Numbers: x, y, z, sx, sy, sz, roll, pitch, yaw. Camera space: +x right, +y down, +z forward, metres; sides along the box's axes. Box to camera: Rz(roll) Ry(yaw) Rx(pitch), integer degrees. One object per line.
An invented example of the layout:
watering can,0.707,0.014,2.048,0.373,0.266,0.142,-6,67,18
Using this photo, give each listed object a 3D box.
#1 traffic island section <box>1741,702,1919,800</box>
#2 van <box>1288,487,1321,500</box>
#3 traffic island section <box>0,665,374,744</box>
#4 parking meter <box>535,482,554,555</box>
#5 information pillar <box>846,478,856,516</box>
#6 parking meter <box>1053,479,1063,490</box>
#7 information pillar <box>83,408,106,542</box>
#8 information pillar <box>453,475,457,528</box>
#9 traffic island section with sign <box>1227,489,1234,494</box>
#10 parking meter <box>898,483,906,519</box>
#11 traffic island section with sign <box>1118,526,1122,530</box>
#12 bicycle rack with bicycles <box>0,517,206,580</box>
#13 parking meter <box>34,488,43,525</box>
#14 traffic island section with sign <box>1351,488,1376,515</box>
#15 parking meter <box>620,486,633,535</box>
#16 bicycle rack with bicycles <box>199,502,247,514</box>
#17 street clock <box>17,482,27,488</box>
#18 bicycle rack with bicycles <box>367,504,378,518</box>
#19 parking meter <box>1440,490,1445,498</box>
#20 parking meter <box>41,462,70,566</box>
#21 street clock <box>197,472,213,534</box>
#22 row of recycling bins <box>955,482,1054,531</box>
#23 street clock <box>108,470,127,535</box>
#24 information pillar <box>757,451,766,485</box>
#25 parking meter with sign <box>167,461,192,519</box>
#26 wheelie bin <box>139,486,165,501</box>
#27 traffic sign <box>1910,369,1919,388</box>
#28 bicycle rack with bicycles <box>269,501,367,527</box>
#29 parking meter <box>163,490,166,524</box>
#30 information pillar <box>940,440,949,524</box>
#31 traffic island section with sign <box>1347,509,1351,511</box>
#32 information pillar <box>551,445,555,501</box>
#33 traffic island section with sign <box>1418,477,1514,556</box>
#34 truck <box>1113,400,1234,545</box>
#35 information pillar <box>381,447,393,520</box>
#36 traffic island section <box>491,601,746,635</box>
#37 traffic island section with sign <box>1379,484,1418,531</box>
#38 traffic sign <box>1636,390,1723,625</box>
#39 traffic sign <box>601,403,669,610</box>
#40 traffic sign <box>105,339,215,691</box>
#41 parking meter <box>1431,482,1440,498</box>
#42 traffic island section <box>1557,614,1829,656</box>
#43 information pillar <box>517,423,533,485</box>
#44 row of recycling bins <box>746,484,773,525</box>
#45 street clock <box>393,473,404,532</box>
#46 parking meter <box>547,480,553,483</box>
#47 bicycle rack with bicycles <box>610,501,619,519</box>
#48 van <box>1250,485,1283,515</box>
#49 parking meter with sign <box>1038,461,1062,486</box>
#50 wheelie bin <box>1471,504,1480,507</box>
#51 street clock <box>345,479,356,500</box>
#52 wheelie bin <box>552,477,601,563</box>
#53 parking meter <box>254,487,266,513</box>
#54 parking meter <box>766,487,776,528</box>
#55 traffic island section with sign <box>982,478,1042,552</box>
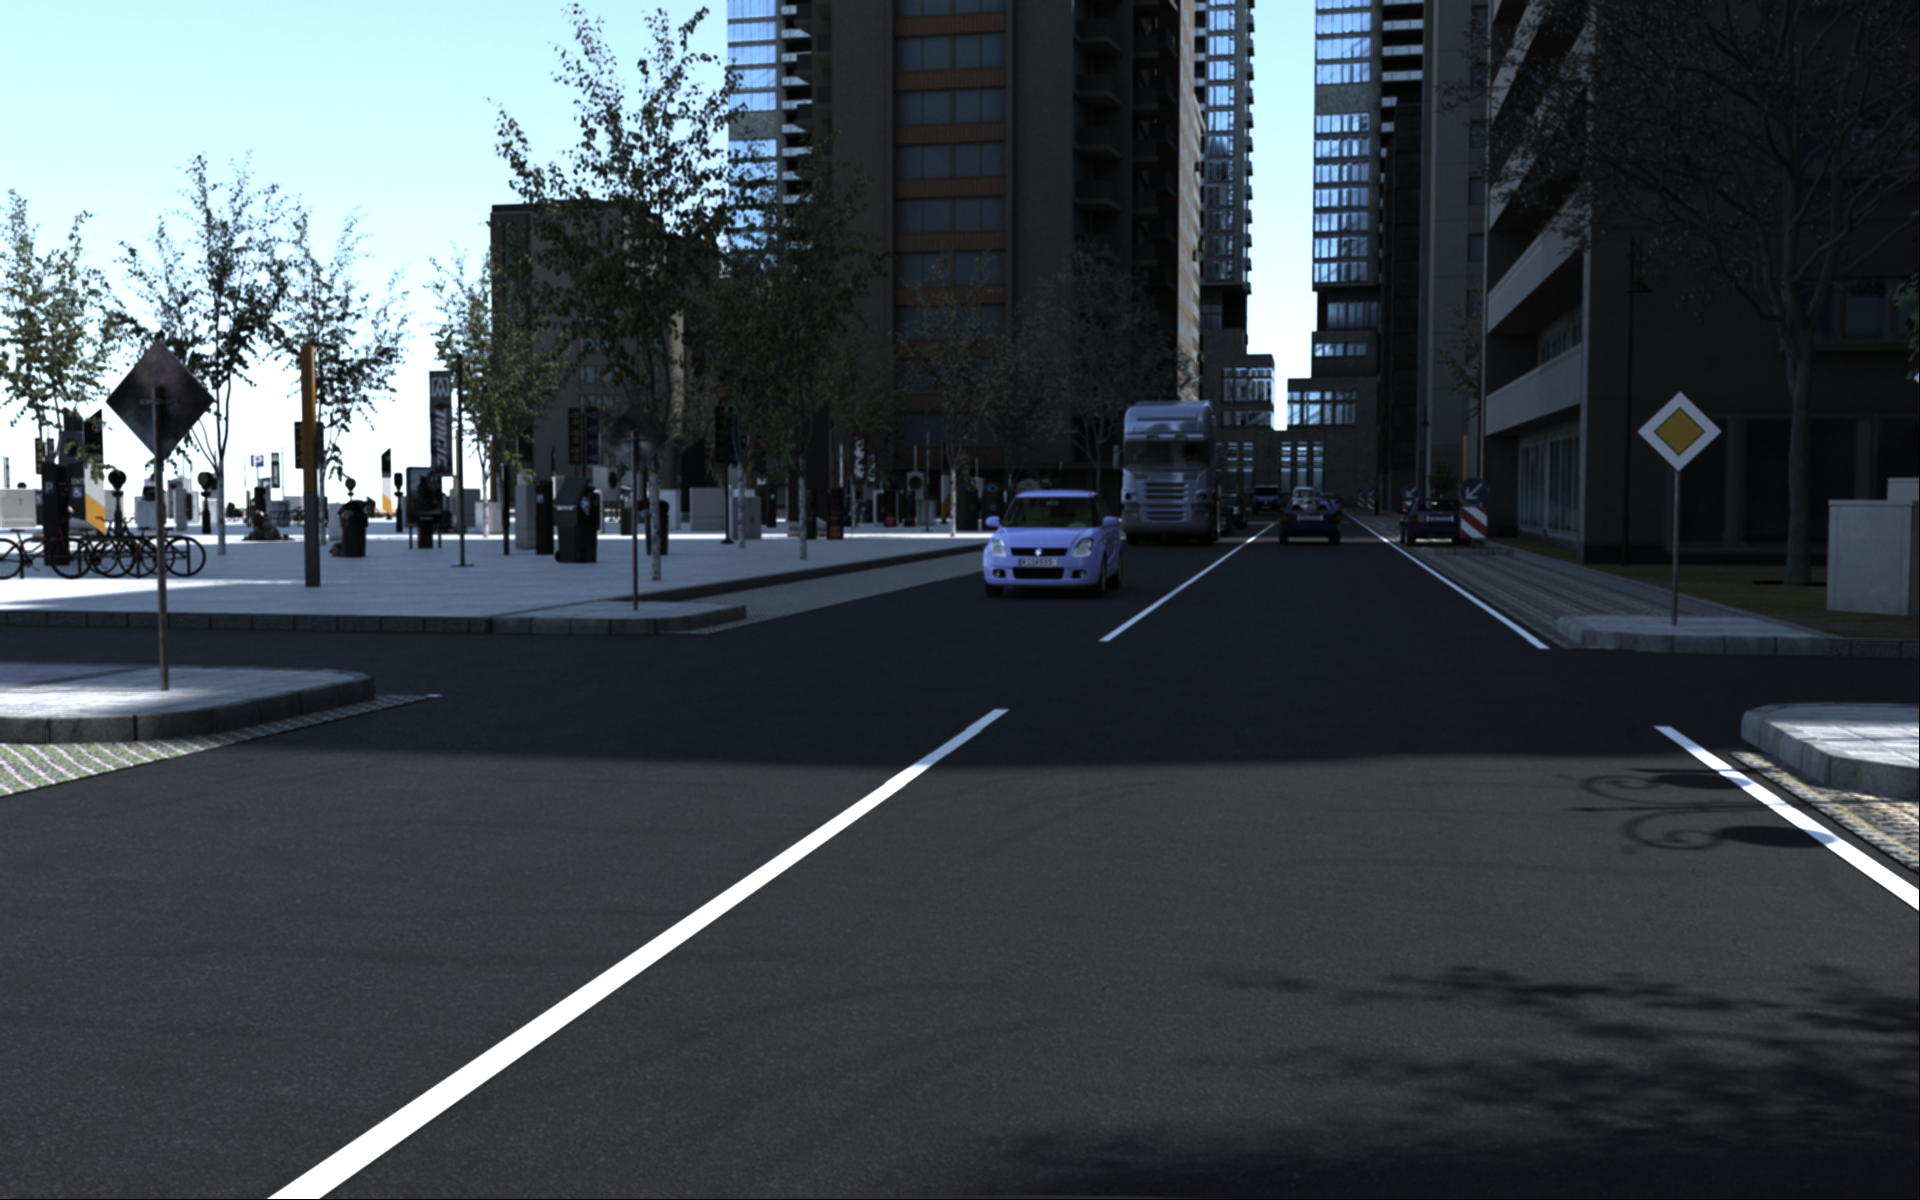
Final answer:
traffic island section,5.398,0.804,9.138,2.009,0.180,2.903,1,4,12
van,20.780,-5.957,104.409,2.013,2.044,4.112,1,4,12
traffic island section,-5.220,0.670,11.325,2.009,0.180,2.903,1,4,12
parking meter,-8.826,-1.736,36.795,0.372,1.533,0.369,0,3,0
information pillar,-4.968,-4.556,78.985,0.304,2.012,0.304,-3,5,-43
parking meter,3.724,-3.676,65.820,0.255,1.863,0.399,2,4,25
information pillar,-23.376,-3.391,46.798,0.504,3.616,0.183,-2,4,-32
information pillar,-19.174,-3.774,66.194,0.304,2.012,0.304,-3,4,-38
traffic island section with sign,22.765,-8.363,145.357,1.989,1.847,2.006,1,4,12
parking meter,-3.004,-5.124,89.489,0.399,1.863,0.255,0,4,5
traffic island section with sign,7.193,-3.745,69.859,1.989,1.847,2.006,1,4,12
bicycle rack with bicycles,-13.187,-0.832,26.980,2.925,0.926,2.852,0,4,1
parking meter,-37.948,-3.845,71.273,0.372,1.533,0.369,0,3,0
traffic island section with sign,27.653,-6.628,117.003,1.989,1.847,2.006,1,4,12
parking meter,-10.365,-2.777,53.818,0.372,1.533,0.369,0,3,0
bicycle rack with bicycles,-34.210,-4.103,80.467,2.925,0.926,2.852,0,4,-4
street clock,-56.660,-6.122,104.658,0.471,2.002,0.358,0,4,-6
bicycle rack with bicycles,-27.162,-3.763,74.908,2.925,0.926,2.852,0,4,3
parking meter,24.158,-4.805,86.968,0.372,1.533,0.369,0,3,0
parking meter,-16.255,-1.555,31.138,0.399,1.863,0.255,1,4,15
street clock,-24.419,-3.150,56.080,0.471,2.002,0.358,2,4,25
row of recycling bins,1.564,-3.290,60.911,3.534,1.692,1.069,0,4,3
street clock,-25.521,-2.931,52.491,0.358,2.002,0.471,3,4,37
information pillar,-10.413,-6.101,91.107,0.504,3.616,0.183,-1,4,-9
parking meter with sign,-41.006,-5.757,90.380,1.738,3.016,0.543,-2,4,-30
wheelie bin,-32.842,-3.828,70.490,0.980,1.594,0.693,-3,4,-36
traffic sign,5.373,-0.332,9.066,0.795,2.450,0.064,1,4,12
bicycle rack with bicycles,-25.321,-3.305,67.412,2.852,0.926,2.925,1,4,16
parking meter,-33.909,-3.982,73.516,0.372,1.533,0.369,0,3,0
information pillar,-0.639,-5.092,74.608,0.183,3.616,0.504,3,4,37
traffic island section with sign,33.170,-8.263,143.728,1.989,1.847,2.006,1,4,12
information pillar,-19.204,-5.531,81.783,0.183,3.616,0.504,0,4,-2
traffic island section with sign,11.996,-1.983,41.050,1.989,1.847,2.006,1,4,12
truck,7.252,-4.028,55.620,2.967,4.110,18.799,1,4,11
information pillar,-28.464,-5.790,86.015,0.504,3.616,0.183,-3,4,-37
traffic island section,-3.607,0.192,19.146,2.009,0.180,2.903,1,4,12
traffic island section with sign,17.569,-3.635,68.063,1.989,1.847,2.006,1,4,12
traffic sign,6.986,-0.810,16.887,0.795,2.450,0.064,1,4,12
traffic sign,-3.582,-0.944,19.079,0.795,2.450,0.064,1,4,12
traffic sign,-5.195,-0.466,11.258,0.795,2.450,0.064,1,4,12
parking meter,23.302,-4.839,84.832,0.255,1.863,0.399,-2,4,-24
traffic island section,7.011,0.325,16.959,2.009,0.180,2.903,1,4,12
information pillar,-14.242,-4.002,56.781,0.504,3.616,0.183,-2,4,-24
row of recycling bins,-8.600,-4.125,74.549,1.069,1.692,3.534,-1,4,-14
street clock,-18.937,-3.295,58.448,0.358,2.002,0.471,-1,4,-9
parking meter,-17.237,-4.106,72.848,0.255,1.863,0.399,-1,4,-14
bicycle rack with bicycles,-17.555,-4.389,85.139,2.852,0.926,2.925,-1,4,-17
van,21.384,-7.117,120.741,2.240,2.365,5.245,1,4,11
parking meter with sign,4.466,-5.803,91.135,1.738,3.016,0.543,1,4,21
wheelie bin,19.436,-3.458,64.450,0.980,1.594,0.693,3,5,40
street clock,-28.074,-4.603,79.826,0.471,2.002,0.358,1,4,20
wheelie bin,-7.189,-1.503,32.478,0.980,1.594,0.693,2,4,33
parking meter,-34.885,-4.761,86.249,0.372,1.533,0.369,0,3,0
parking meter,-7.239,-3.549,66.431,0.372,1.533,0.369,0,3,0
traffic island section with sign,1.694,-2.113,43.177,1.989,1.847,2.006,1,4,12
